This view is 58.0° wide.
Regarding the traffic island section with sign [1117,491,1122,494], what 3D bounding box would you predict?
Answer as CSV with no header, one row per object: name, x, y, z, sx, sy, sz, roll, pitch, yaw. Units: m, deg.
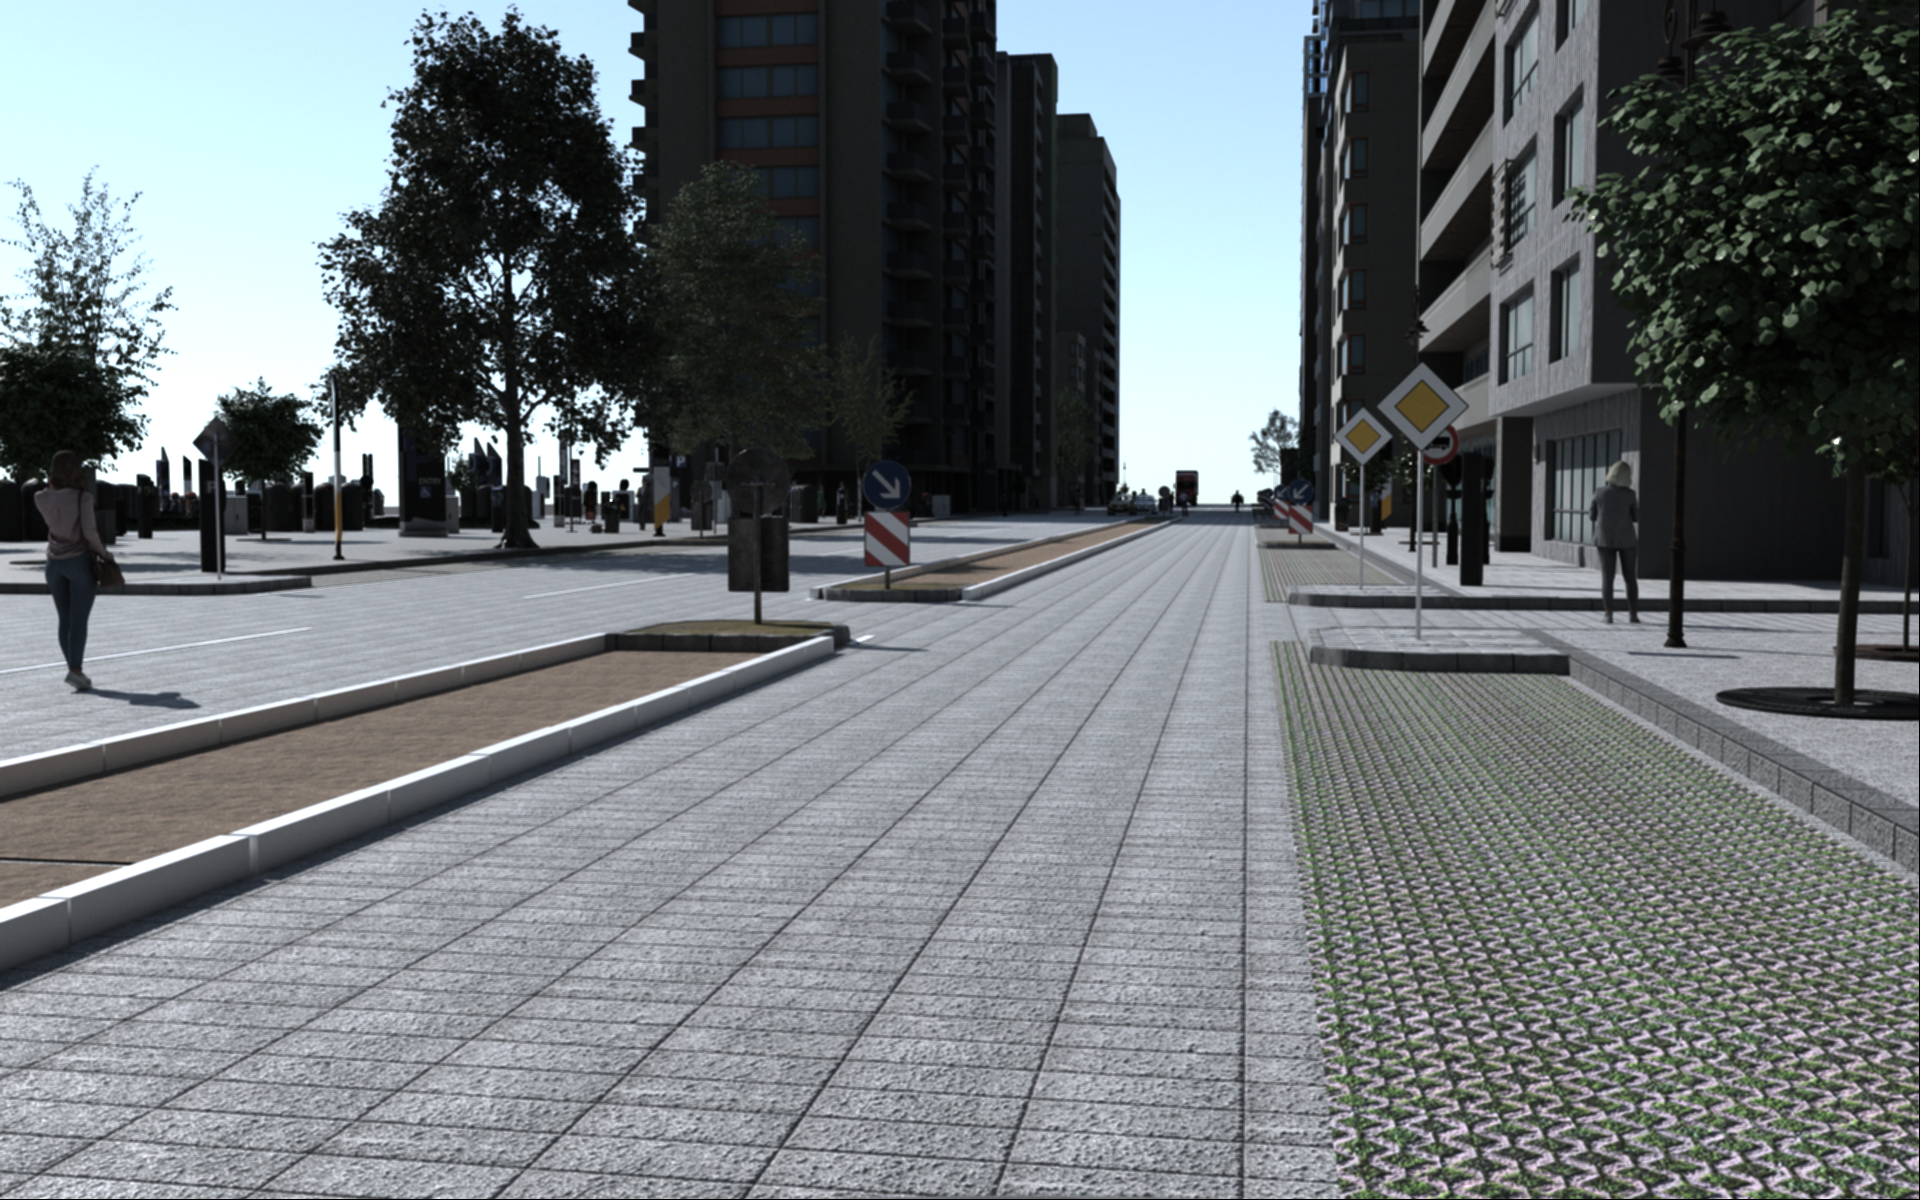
traffic island section with sign,19.024,-12.074,206.032,1.989,1.847,2.006,1,4,9

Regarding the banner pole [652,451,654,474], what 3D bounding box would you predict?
banner pole,-17.812,-6.769,100.688,0.401,3.779,0.863,0,4,-3

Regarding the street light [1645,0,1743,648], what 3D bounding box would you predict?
street light,6.005,-2.543,14.359,0.468,5.910,1.993,1,4,9

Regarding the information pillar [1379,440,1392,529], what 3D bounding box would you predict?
information pillar,15.632,-4.427,63.743,0.504,3.616,0.183,1,4,22

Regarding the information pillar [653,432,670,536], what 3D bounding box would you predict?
information pillar,-9.041,-3.736,52.439,0.504,3.616,0.183,0,4,6

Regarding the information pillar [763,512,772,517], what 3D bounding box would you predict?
information pillar,-9.093,-4.728,81.802,0.304,2.012,0.304,-3,5,-39

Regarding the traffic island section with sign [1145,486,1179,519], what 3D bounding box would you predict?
traffic island section with sign,11.517,-5.495,97.978,2.006,1.907,1.989,1,4,9

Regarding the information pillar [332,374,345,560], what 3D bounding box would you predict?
information pillar,-12.136,-2.593,33.749,0.183,3.616,0.504,-2,4,-26

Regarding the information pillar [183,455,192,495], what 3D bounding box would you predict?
information pillar,-46.001,-6.837,103.140,0.183,3.616,0.504,3,5,41

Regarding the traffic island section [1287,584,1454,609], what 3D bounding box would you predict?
traffic island section,5.403,-0.054,23.161,2.009,0.180,2.903,1,4,9

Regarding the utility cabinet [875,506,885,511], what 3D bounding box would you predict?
utility cabinet,-4.008,-4.955,92.170,1.020,1.237,0.306,1,4,17

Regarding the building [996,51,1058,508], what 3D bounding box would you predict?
building,1.087,-28.968,157.223,14.154,41.232,14.086,1,4,9

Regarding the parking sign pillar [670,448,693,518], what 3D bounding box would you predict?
parking sign pillar,-14.915,-6.342,92.161,1.447,3.967,1.447,0,4,7

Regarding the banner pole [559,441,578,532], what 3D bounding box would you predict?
banner pole,-13.309,-4.196,58.615,0.863,3.779,0.401,3,5,40

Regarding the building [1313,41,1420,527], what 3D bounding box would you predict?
building,30.798,-14.295,78.762,27.650,21.520,28.899,1,4,9

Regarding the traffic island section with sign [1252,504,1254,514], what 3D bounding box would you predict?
traffic island section with sign,13.300,-3.893,72.279,1.989,1.847,2.006,1,4,9

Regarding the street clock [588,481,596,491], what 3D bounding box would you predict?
street clock,-20.341,-5.579,95.791,0.358,2.002,0.471,1,4,16

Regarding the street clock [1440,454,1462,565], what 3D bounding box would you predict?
street clock,8.930,-1.638,31.356,0.471,2.002,0.358,2,4,23

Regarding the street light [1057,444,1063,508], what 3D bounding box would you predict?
street light,9.239,-11.414,159.407,0.468,5.910,1.993,1,4,9

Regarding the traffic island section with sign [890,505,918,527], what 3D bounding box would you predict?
traffic island section with sign,-2.899,-4.057,74.963,1.989,1.847,2.006,1,4,9

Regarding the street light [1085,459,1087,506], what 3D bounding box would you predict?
street light,13.392,-12.930,184.193,0.468,5.910,1.993,1,4,9

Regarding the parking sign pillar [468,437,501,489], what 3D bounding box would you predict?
parking sign pillar,-22.707,-5.692,81.540,1.447,3.967,1.447,-2,4,-33

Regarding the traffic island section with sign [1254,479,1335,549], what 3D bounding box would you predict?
traffic island section with sign,8.852,-2.267,45.692,1.989,1.847,2.006,1,4,9

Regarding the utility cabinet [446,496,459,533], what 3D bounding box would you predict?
utility cabinet,-16.913,-2.781,56.633,1.020,1.237,0.306,-3,5,-40

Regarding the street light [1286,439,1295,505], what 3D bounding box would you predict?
street light,27.444,-10.407,142.934,0.468,5.910,1.993,1,4,9

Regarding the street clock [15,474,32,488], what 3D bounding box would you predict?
street clock,-28.289,-2.923,52.354,0.471,2.002,0.358,1,4,16

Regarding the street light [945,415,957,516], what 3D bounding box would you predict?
street light,-0.502,-7.896,101.881,0.468,5.910,1.993,1,4,9

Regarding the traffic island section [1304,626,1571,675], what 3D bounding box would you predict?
traffic island section,4.086,0.428,15.285,2.009,0.180,2.903,1,4,9

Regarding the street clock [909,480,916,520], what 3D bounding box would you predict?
street clock,-2.459,-5.046,87.066,0.471,2.002,0.358,0,4,-1

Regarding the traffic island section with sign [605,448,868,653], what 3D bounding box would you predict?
traffic island section with sign,-2.105,-0.515,16.560,2.006,1.907,1.989,1,4,9

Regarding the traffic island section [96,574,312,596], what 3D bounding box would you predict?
traffic island section,-11.109,-0.222,25.918,2.009,0.180,2.903,1,4,9

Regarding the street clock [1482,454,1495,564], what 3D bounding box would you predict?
street clock,9.559,-1.652,31.581,0.358,2.002,0.471,0,4,7

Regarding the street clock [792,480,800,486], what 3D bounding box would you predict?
street clock,-8.292,-5.085,87.702,0.358,2.002,0.471,-3,4,-37

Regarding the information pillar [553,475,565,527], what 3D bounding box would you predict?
information pillar,-15.472,-3.813,66.841,0.304,2.012,0.304,1,4,23

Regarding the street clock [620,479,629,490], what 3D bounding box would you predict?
street clock,-16.280,-4.865,84.111,0.358,2.002,0.471,1,4,20

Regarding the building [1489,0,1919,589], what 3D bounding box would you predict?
building,16.618,-21.002,26.983,14.086,41.232,14.154,1,4,9

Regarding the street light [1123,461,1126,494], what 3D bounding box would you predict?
street light,22.872,-16.390,240.761,0.468,5.910,1.993,1,4,9

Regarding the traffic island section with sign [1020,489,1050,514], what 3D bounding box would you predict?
traffic island section with sign,5.397,-7.087,124.507,1.989,1.847,2.006,1,4,9

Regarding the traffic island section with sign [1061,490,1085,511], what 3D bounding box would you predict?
traffic island section with sign,9.857,-8.720,151.199,1.989,1.847,2.006,1,4,9

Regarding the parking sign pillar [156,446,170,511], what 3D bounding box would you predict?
parking sign pillar,-44.833,-6.666,97.467,1.447,3.967,1.447,-3,4,-36

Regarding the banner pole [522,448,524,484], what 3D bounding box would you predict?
banner pole,-17.735,-4.862,69.509,0.863,3.779,0.401,1,4,14

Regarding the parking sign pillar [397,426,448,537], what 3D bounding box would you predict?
parking sign pillar,-16.158,-3.886,52.013,1.447,3.967,1.447,-3,5,-40

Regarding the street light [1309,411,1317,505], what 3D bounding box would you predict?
street light,19.637,-7.554,96.295,0.468,5.910,1.993,1,4,9

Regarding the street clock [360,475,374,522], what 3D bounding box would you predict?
street clock,-22.760,-3.787,66.495,0.471,2.002,0.358,0,4,-5

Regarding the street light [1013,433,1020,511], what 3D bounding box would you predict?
street light,4.303,-9.625,130.154,0.468,5.910,1.993,1,4,9

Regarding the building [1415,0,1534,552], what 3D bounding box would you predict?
building,24.166,-25.792,45.396,21.300,48.544,21.600,1,4,9

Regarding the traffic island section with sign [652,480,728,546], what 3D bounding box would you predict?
traffic island section with sign,-7.354,-2.431,48.378,1.989,1.847,2.006,1,4,9

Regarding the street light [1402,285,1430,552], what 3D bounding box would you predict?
street light,10.077,-4.013,38.400,0.468,5.910,1.993,1,4,9

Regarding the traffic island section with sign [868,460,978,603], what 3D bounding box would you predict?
traffic island section with sign,-0.874,-0.962,23.864,2.006,1.907,1.989,1,4,9

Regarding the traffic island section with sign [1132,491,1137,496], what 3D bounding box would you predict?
traffic island section with sign,23.466,-13.700,232.620,1.989,1.847,2.006,1,4,9

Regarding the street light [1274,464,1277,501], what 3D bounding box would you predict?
street light,41.326,-15.471,225.731,0.468,5.910,1.993,1,4,9

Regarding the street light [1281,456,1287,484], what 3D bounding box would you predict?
street light,32.295,-12.135,171.199,0.468,5.910,1.993,1,4,9

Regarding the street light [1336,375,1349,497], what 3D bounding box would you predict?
street light,14.827,-5.777,67.239,0.468,5.910,1.993,1,4,9

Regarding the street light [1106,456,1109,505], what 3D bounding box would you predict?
street light,18.085,-14.660,212.485,0.468,5.910,1.993,1,4,9

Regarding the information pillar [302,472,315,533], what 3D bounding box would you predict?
information pillar,-21.583,-3.232,57.341,0.304,2.012,0.304,-2,4,-35

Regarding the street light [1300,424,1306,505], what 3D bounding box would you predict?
street light,22.710,-8.677,114.649,0.468,5.910,1.993,1,4,9
